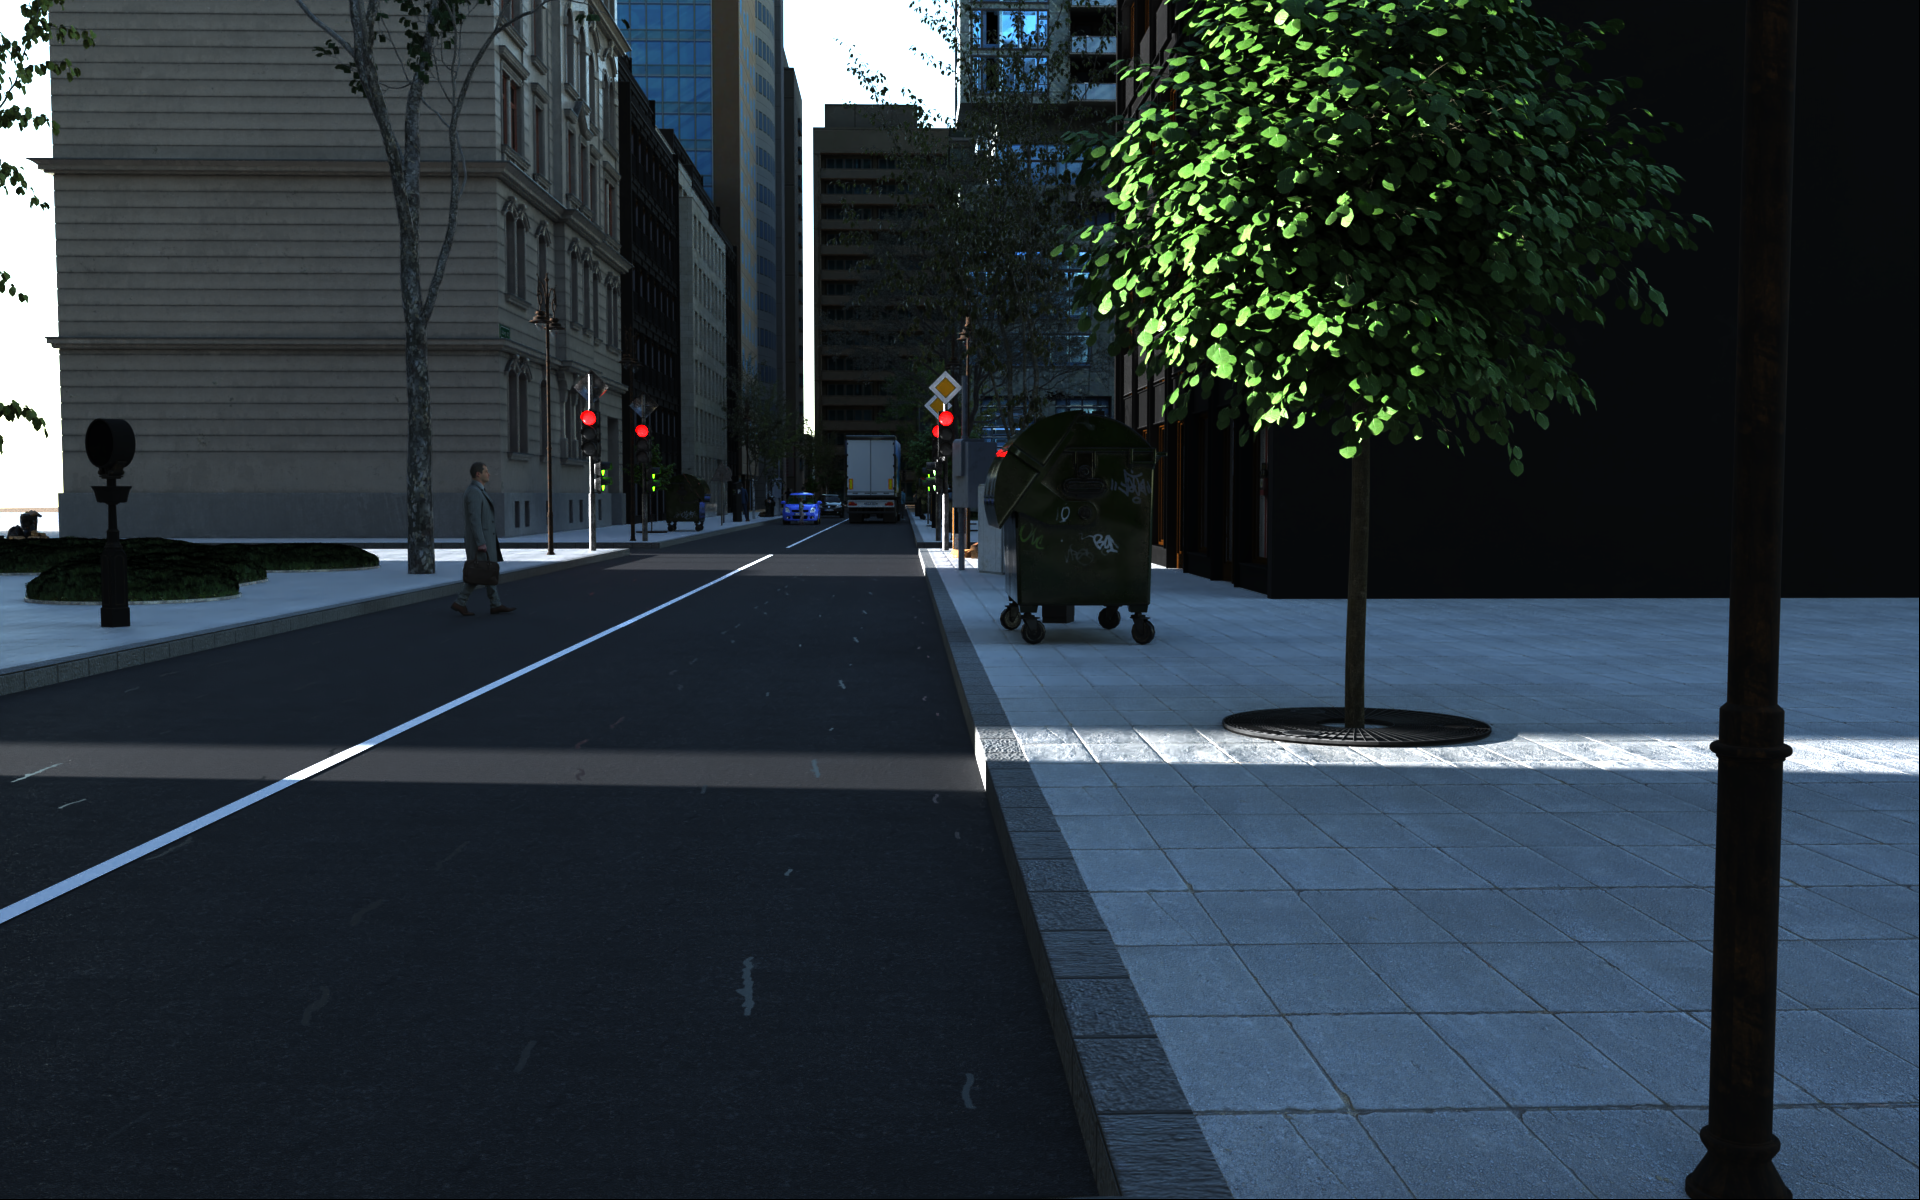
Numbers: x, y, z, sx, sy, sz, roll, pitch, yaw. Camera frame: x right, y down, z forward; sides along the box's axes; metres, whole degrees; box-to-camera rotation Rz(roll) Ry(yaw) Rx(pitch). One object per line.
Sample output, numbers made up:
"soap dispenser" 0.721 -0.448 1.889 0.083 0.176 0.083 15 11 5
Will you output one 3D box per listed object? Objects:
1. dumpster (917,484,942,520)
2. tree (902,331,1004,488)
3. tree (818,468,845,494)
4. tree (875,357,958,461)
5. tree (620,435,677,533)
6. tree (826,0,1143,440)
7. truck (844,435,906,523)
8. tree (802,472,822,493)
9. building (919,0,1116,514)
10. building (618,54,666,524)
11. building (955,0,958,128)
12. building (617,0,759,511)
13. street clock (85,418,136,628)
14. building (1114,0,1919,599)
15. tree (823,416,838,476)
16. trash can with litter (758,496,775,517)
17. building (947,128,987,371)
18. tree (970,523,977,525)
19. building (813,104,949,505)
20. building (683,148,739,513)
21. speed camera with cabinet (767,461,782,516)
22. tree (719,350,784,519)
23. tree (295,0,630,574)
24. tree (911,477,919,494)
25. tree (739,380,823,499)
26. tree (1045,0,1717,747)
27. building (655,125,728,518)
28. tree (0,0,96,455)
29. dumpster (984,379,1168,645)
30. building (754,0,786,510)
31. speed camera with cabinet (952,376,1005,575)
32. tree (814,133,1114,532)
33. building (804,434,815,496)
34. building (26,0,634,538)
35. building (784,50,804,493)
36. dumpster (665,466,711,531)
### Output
"dumpster" -1.424 -5.189 87.333 1.502 2.255 1.985 0 4 -2
"tree" -0.377 -7.777 77.520 4.737 8.622 4.395 0 3 0
"tree" -13.745 -12.484 187.826 4.285 4.588 4.351 0 3 0
"tree" -2.517 -12.381 128.179 9.928 11.665 9.643 0 3 0
"tree" -10.092 -3.828 57.186 1.663 3.219 1.824 0 3 0
"tree" 0.551 -4.414 22.532 4.360 8.622 3.978 0 3 0
"truck" -4.299 -6.075 88.232 2.839 4.237 11.283 0 4 0
"tree" -12.775 -9.450 149.112 1.663 3.219 1.824 0 3 0
"building" 8.731 -48.497 105.595 22.319 86.520 31.000 0 4 -2
"building" -20.253 -15.355 80.725 12.332 23.373 15.834 0 4 -2
"building" 10.006 -37.829 160.506 21.231 58.520 28.212 0 4 -2
"building" -22.606 -29.269 128.655 14.600 45.320 14.200 0 4 -2
"street clock" -8.175 -0.742 16.708 0.471 2.002 0.358 2 4 32
"building" 9.682 -12.162 28.531 12.332 23.373 15.834 0 4 -2
"tree" -13.096 -12.540 155.396 4.737 8.622 4.395 0 3 0
"trash can with litter" -10.797 -5.202 96.447 1.055 1.170 0.624 2 4 33
"building" 5.909 -22.525 139.978 14.160 30.474 14.107 0 4 -2
"tree" 0.095 -4.784 72.818 1.663 3.219 1.824 0 3 0
"building" -7.430 -36.406 218.939 21.600 48.544 21.300 0 4 -2
"building" -21.465 -17.349 113.336 12.332 23.373 15.834 0 4 -2
"speed camera with cabinet" -10.875 -6.547 101.379 0.660 3.252 2.038 -1 4 -14
"tree" -10.508 -8.463 88.736 4.360 8.622 3.978 0 3 0
"tree" -9.645 -10.418 26.217 12.611 20.169 13.585 0 3 0
"tree" -4.639 -11.394 180.890 1.663 3.219 1.824 0 3 0
"tree" -12.045 -9.746 109.708 4.737 8.622 4.395 0 3 0
"tree" 2.194 -1.563 9.262 4.285 4.588 4.351 0 3 0
"building" -19.173 -14.827 97.180 10.420 20.320 16.860 0 4 -2
"tree" -8.905 -3.880 13.793 4.737 8.622 4.395 0 3 0
"dumpster" 1.008 -0.796 15.505 1.502 2.255 1.985 0 4 -2
"building" -26.632 -37.172 149.761 21.231 58.520 28.212 0 4 -2
"speed camera with cabinet" 0.527 -2.087 28.463 0.660 3.252 2.038 -2 4 -24
"tree" 0.133 -9.102 59.183 12.009 13.543 11.850 0 3 0
"building" -32.643 -38.668 221.453 27.495 52.752 28.713 0 4 -2
"building" -19.833 -16.701 60.444 14.401 28.519 23.554 0 4 -2
"building" -27.693 -34.210 183.036 21.600 48.544 21.300 0 4 -2
"dumpster" -9.521 -3.527 60.165 1.502 2.255 1.985 0 4 -2
